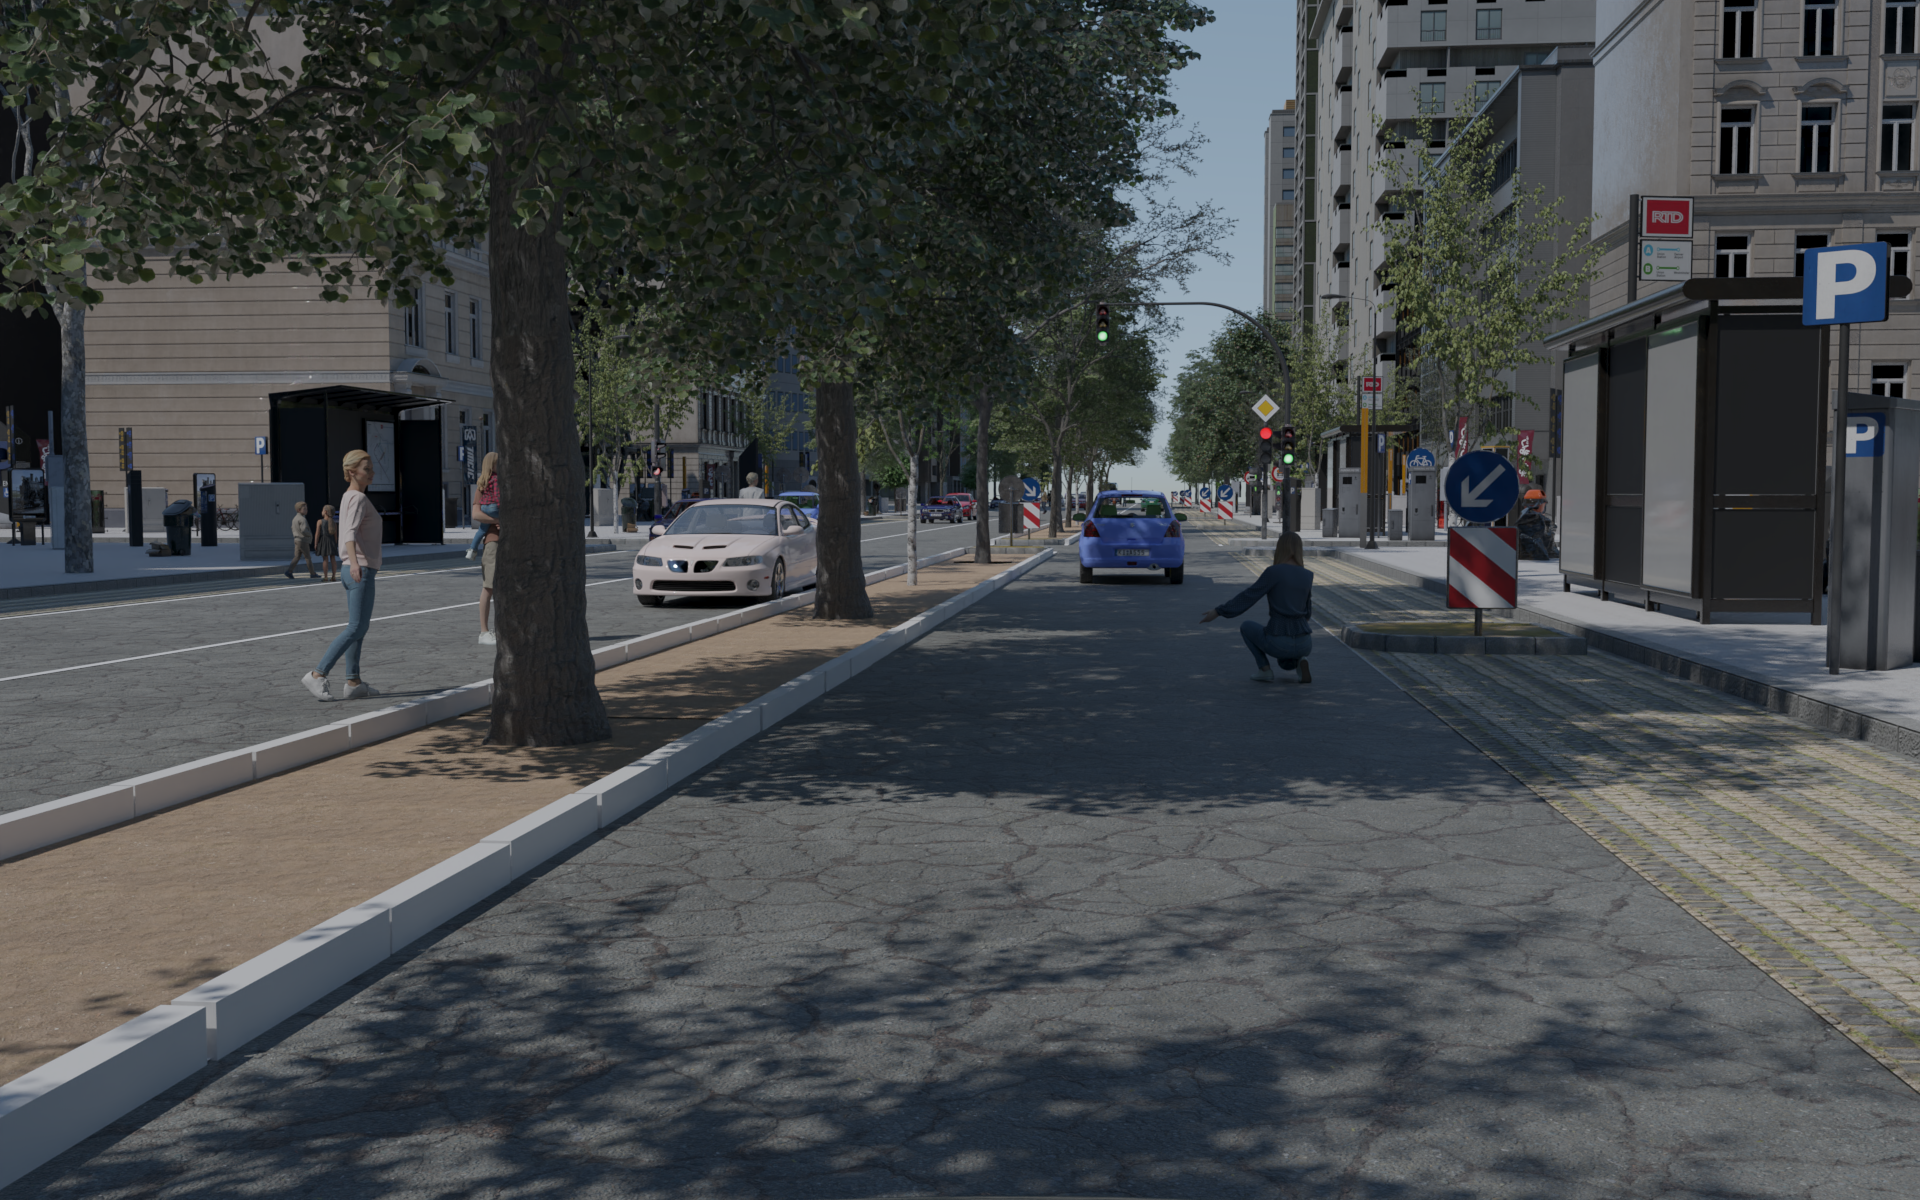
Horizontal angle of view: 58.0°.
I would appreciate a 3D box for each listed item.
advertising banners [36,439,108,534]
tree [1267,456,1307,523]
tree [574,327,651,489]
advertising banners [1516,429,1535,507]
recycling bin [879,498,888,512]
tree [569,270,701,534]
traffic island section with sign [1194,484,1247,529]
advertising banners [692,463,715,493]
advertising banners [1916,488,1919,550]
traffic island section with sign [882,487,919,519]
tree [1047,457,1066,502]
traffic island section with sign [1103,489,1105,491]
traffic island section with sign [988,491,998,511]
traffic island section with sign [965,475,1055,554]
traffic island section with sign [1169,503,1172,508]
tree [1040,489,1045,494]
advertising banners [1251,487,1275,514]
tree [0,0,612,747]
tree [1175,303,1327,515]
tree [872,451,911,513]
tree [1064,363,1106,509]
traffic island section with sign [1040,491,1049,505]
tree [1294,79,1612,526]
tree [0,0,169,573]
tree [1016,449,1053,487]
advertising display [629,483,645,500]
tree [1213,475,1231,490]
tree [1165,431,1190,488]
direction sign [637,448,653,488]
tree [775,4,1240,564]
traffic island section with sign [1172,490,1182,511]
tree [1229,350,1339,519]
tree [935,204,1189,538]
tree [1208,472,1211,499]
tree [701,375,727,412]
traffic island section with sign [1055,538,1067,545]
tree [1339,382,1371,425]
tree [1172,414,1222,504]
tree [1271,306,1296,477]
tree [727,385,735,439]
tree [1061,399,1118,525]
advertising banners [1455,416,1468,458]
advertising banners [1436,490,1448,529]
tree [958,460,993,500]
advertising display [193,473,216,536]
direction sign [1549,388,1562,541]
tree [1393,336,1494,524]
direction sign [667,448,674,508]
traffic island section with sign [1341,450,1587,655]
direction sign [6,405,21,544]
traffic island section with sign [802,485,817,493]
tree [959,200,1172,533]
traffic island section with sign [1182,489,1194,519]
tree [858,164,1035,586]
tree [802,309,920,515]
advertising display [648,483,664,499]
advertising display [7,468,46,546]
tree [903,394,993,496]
[{"bbox_3d":[-28.543,-3.639,55.689,0.090,3.025,2.074,3,5,45],"label":"advertising banners"},{"bbox_3d":[14.428,-4.990,76.188,1.663,3.219,1.824,0,3,0],"label":"tree"},{"bbox_3d":[-15.653,-7.737,76.865,4.360,8.622,3.978,0,3,0],"label":"tree"},{"bbox_3d":[14.879,-3.151,47.707,0.090,3.025,2.074,-3,4,-39],"label":"advertising banners"},{"bbox_3d":[-5.544,-6.713,122.316,0.722,1.027,0.722,3,5,43],"label":"recycling bin"},{"bbox_3d":[-11.410,-6.461,55.995,4.737,8.622,4.395,0,3,0],"label":"tree"},{"bbox_3d":[10.807,-3.844,71.482,1.989,1.847,2.006,0,4,6],"label":"traffic island section with sign"},{"bbox_3d":[-15.066,-6.335,99.768,2.074,3.025,0.090,-2,4,-28],"label":"advertising banners"},{"bbox_3d":[19.819,-2.506,37.154,2.074,3.025,0.090,0,4,5],"label":"advertising banners"},{"bbox_3d":[-3.408,-5.582,99.897,1.989,1.847,2.006,0,4,6],"label":"traffic island section with sign"},{"bbox_3d":[13.859,-21.389,275.471,9.928,11.665,9.643,0,3,0],"label":"tree"},{"bbox_3d":[10.348,-7.084,123.963,2.006,1.907,1.989,0,4,6],"label":"traffic island section with sign"},{"bbox_3d":[2.230,-8.664,150.289,1.989,1.847,2.006,0,4,6],"label":"traffic island section with sign"},{"bbox_3d":[1.186,-2.067,41.925,2.006,1.907,1.989,0,4,6],"label":"traffic island section with sign"},{"bbox_3d":[22.325,-10.153,174.625,1.989,1.847,2.006,0,4,6],"label":"traffic island section with sign"},{"bbox_3d":[11.958,-16.139,258.470,1.663,3.219,1.824,0,3,0],"label":"tree"},{"bbox_3d":[19.615,-7.026,111.055,2.074,3.025,0.090,0,4,-4],"label":"advertising banners"},{"bbox_3d":[-2.384,-6.142,9.532,9.857,13.997,8.962,0,3,0],"label":"tree"},{"bbox_3d":[17.829,-11.458,104.345,9.611,12.733,9.660,0,3,0],"label":"tree"},{"bbox_3d":[-4.408,-8.190,117.620,4.285,4.588,4.351,0,3,0],"label":"tree"},{"bbox_3d":[5.220,-8.055,84.520,4.737,8.622,4.395,0,3,0],"label":"tree"},{"bbox_3d":[11.336,-13.647,231.750,1.989,1.847,2.006,0,4,6],"label":"traffic island section with sign"},{"bbox_3d":[9.079,-4.941,31.148,4.737,8.622,4.395,0,3,0],"label":"tree"},{"bbox_3d":[-13.544,-10.579,28.859,12.611,20.169,13.585,0,3,0],"label":"tree"},{"bbox_3d":[9.630,-19.955,243.278,9.611,12.733,9.660,0,3,0],"label":"tree"},{"bbox_3d":[-18.965,-5.912,101.870,0.974,1.923,0.123,1,4,12],"label":"advertising display"},{"bbox_3d":[21.512,-8.896,140.043,1.663,3.219,1.824,0,3,0],"label":"tree"},{"bbox_3d":[33.175,-19.794,249.380,9.928,11.665,9.643,0,3,0],"label":"tree"},{"bbox_3d":[-15.639,-5.752,86.044,0.876,3.537,0.379,-3,4,-37],"label":"direction sign"},{"bbox_3d":[0.453,-7.495,35.373,12.009,13.543,11.850,0,3,0],"label":"tree"},{"bbox_3d":[19.332,-8.513,147.809,1.989,1.847,2.006,0,4,6],"label":"traffic island section with sign"},{"bbox_3d":[15.995,-8.402,87.742,4.360,8.622,3.978,0,3,0],"label":"tree"},{"bbox_3d":[2.952,-7.272,55.763,8.767,10.594,7.601,0,4,6],"label":"tree"},{"bbox_3d":[25.923,-15.088,181.096,7.601,10.594,8.767,2,4,27],"label":"tree"},{"bbox_3d":[-10.751,-6.784,61.285,4.737,8.622,4.395,0,3,0],"label":"tree"},{"bbox_3d":[2.018,-2.517,49.286,2.006,1.907,1.989,0,4,6],"label":"traffic island section with sign"},{"bbox_3d":[25.248,-9.884,111.965,4.360,8.622,3.978,0,3,0],"label":"tree"},{"bbox_3d":[29.561,-18.295,217.245,7.486,12.596,7.792,0,3,0],"label":"tree"},{"bbox_3d":[13.466,-6.990,64.652,4.737,8.622,4.395,0,3,0],"label":"tree"},{"bbox_3d":[-11.403,-9.099,99.129,4.737,8.622,4.395,0,3,0],"label":"tree"},{"bbox_3d":[5.367,-7.711,78.891,4.360,8.622,3.978,0,3,0],"label":"tree"},{"bbox_3d":[11.458,-2.574,38.274,0.090,3.025,2.074,-1,4,-11],"label":"advertising banners"},{"bbox_3d":[17.767,-4.133,63.756,0.090,3.025,2.074,-2,4,-34],"label":"advertising banners"},{"bbox_3d":[1.480,-11.195,166.747,4.285,4.588,4.351,0,3,0],"label":"tree"},{"bbox_3d":[-23.008,-2.910,52.785,0.123,1.923,0.974,1,4,11],"label":"advertising display"},{"bbox_3d":[12.825,-2.775,37.368,0.379,3.537,0.876,2,4,33],"label":"direction sign"},{"bbox_3d":[20.930,-7.636,75.217,4.360,8.622,3.978,0,3,0],"label":"tree"},{"bbox_3d":[-14.354,-5.745,85.932,0.379,3.537,0.876,1,4,10],"label":"direction sign"},{"bbox_3d":[4.663,-0.471,16.335,1.989,1.847,2.006,0,4,6],"label":"traffic island section with sign"},{"bbox_3d":[-24.418,-3.219,44.628,0.379,3.537,0.876,-3,5,-39],"label":"direction sign"},{"bbox_3d":[-6.398,-3.944,73.107,1.989,1.847,2.006,0,4,6],"label":"traffic island section with sign"},{"bbox_3d":[3.673,-8.729,63.299,7.486,12.596,7.792,0,3,0],"label":"tree"},{"bbox_3d":[13.816,-5.495,98.479,1.989,1.847,2.006,0,4,6],"label":"traffic island section with sign"},{"bbox_3d":[-0.756,-4.533,26.942,4.737,8.622,4.395,0,3,0],"label":"tree"},{"bbox_3d":[-5.973,-11.503,106.201,7.486,12.596,7.792,0,3,0],"label":"tree"},{"bbox_3d":[-17.876,-5.912,101.870,0.974,1.923,0.123,-1,4,-11],"label":"advertising display"},{"bbox_3d":[-23.284,-2.325,43.229,0.123,1.923,0.974,1,4,22],"label":"advertising display"},{"bbox_3d":[-1.311,-13.034,138.867,9.928,11.665,9.643,0,3,0],"label":"tree"}]
